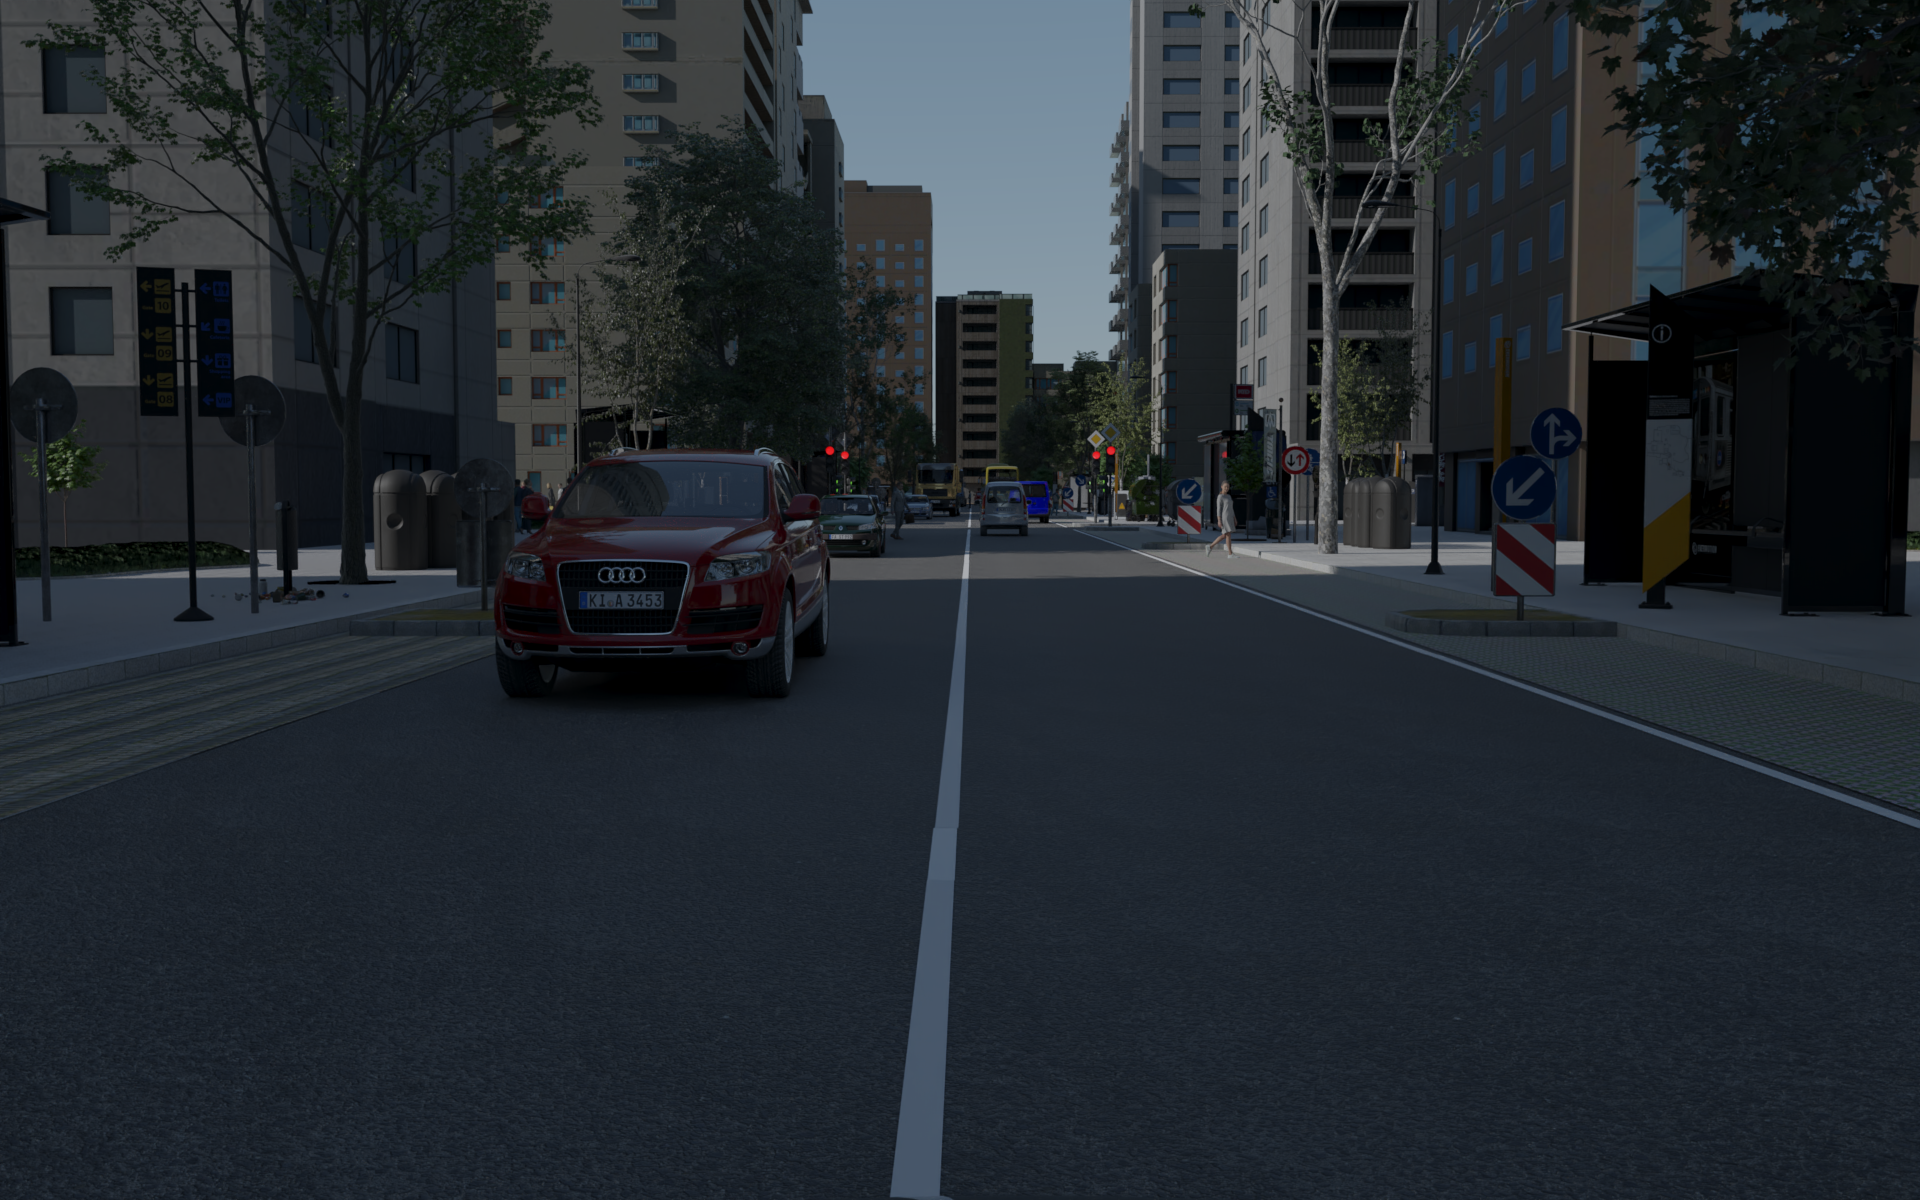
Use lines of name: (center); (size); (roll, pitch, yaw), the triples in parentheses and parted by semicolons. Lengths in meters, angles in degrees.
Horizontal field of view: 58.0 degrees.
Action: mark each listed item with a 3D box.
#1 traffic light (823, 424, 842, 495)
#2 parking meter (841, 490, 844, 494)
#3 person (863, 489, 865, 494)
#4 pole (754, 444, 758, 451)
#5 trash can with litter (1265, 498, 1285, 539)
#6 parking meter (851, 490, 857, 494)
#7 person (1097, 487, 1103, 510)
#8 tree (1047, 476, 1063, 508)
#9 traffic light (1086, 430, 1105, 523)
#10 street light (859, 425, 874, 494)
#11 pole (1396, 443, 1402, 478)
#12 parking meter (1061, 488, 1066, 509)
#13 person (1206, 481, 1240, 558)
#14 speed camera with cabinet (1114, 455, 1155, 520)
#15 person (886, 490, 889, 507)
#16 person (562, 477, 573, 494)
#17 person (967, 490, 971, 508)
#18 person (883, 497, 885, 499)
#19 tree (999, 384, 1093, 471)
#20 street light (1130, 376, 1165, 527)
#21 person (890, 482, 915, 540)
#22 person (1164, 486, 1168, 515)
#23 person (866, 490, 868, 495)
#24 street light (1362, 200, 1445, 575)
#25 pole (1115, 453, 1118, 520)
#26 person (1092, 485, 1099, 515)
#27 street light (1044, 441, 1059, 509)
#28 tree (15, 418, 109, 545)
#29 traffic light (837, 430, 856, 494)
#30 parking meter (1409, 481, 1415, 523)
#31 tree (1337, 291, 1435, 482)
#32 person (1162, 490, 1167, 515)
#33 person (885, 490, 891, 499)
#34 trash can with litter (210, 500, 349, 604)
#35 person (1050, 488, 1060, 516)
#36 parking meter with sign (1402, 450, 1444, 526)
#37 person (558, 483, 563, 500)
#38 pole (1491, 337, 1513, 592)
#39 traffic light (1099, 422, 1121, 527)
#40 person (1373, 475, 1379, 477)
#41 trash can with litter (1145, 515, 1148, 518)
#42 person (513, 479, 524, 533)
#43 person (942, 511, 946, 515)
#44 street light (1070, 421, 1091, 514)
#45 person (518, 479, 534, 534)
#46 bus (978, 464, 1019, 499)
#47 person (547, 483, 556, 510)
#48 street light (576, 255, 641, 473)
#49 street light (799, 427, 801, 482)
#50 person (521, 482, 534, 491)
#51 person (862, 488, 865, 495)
traffic light: (-5.071, -4.845, 68.134); (0.839, 4.253, 0.868); (0, 4, 0)
parking meter: (-6.523, -5.451, 97.542); (0.372, 1.533, 0.369); (0, 3, 0)
person: (-7.495, -7.864, 134.723); (0.391, 1.810, 0.635); (-2, 4, -29)
pole: (-7.922, -4.495, 67.341); (0.158, 3.312, 0.155); (0, 3, 0)
trash can with litter: (9.051, -2.323, 49.368); (0.624, 1.170, 1.055); (0, 3, 0)
parking meter: (-6.598, -6.089, 107.968); (0.372, 1.533, 0.369); (0, 3, 0)
person: (9.234, -6.617, 114.412); (0.473, 1.802, 0.592); (0, 4, 3)
tree: (9.032, -10.473, 165.840); (1.663, 3.219, 1.824); (0, 3, 0)
traffic light: (5.945, -5.330, 76.059); (0.839, 4.253, 0.868); (0, 4, 0)
street light: (-6.242, -8.826, 116.850); (1.470, 5.913, 1.316); (0, 4, 0)
pole: (17.418, -4.585, 68.809); (0.158, 3.312, 0.155); (0, 3, 0)
parking meter: (8.971, -8.809, 149.736); (0.255, 1.863, 0.399); (3, 5, 44)
person: (5.851, -1.790, 38.519); (0.760, 1.731, 0.466); (1, 4, 8)
speed camera with cabinet: (8.773, -5.674, 87.107); (2.038, 3.252, 0.660); (2, 4, 32)
person: (-7.547, -10.503, 178.484); (0.721, 1.735, 1.217); (1, 4, 20)
person: (-12.899, -3.142, 57.384); (0.622, 1.834, 0.822); (0, 4, 4)
person: (0.952, -10.049, 172.892); (0.705, 1.814, 1.350); (-1, 4, -10)
person: (-9.226, -12.351, 207.989); (1.348, 1.824, 0.705); (-1, 4, -15)
tree: (9.494, -17.325, 193.629); (12.009, 13.543, 11.850); (0, 3, 0)
street light: (7.353, -5.842, 68.051); (1.470, 5.913, 1.316); (0, 4, 0)
person: (-1.898, -2.815, 54.648); (0.853, 1.813, 0.709); (2, 4, 28)
person: (12.626, -6.131, 106.640); (0.532, 1.782, 0.716); (0, 4, -1)
person: (-8.648, -9.361, 159.193); (0.705, 1.812, 1.348); (-1, 4, -10)
street light: (7.049, -3.364, 27.549); (1.470, 5.913, 1.316); (0, 4, 0)
pole: (7.778, -5.646, 86.152); (0.158, 3.312, 0.155); (0, 3, 0)
person: (8.418, -6.187, 107.073); (0.514, 1.842, 0.818); (2, 4, 34)
street light: (7.906, -10.902, 150.790); (1.470, 5.913, 1.316); (0, 4, 0)
tree: (-18.989, -2.581, 36.793); (1.663, 3.219, 1.824); (0, 3, 0)
traffic light: (-5.016, -5.333, 76.119); (0.839, 4.253, 0.868); (0, 4, 0)
parking meter: (20.205, -4.371, 77.169); (0.399, 1.863, 0.255); (2, 4, 35)
tree: (15.538, -6.913, 63.398); (4.360, 8.622, 3.978); (0, 3, 0)
person: (12.127, -6.018, 104.534); (0.694, 1.812, 0.767); (-2, 4, -25)
person: (-8.055, -11.213, 190.054); (1.217, 1.739, 0.721); (1, 4, 9)
trash can with litter: (-8.332, -0.612, 21.061); (1.678, 1.210, 2.233); (-1, 4, -16)
person: (5.904, -5.987, 106.737); (0.623, 1.781, 0.721); (2, 4, 34)
parking meter with sign: (18.444, -4.429, 68.674); (1.738, 3.016, 0.543); (0, 4, 4)
person: (-19.389, -4.776, 84.249); (0.709, 1.813, 0.853); (3, 5, 43)
pole: (7.094, -1.764, 22.677); (0.158, 3.312, 0.155); (0, 3, 0)
traffic light: (5.890, -4.841, 68.074); (0.839, 4.253, 0.868); (0, 4, 0)
person: (11.075, -2.433, 46.178); (0.694, 1.780, 0.624); (-2, 4, -32)
trash can with litter: (9.929, -4.908, 91.626); (0.624, 1.170, 1.055); (1, 4, 14)
person: (-14.657, -3.124, 57.466); (0.721, 1.781, 0.623); (1, 4, 16)
person: (-1.123, -6.869, 120.831); (0.660, 1.820, 0.620); (-2, 4, -35)
street light: (7.672, -8.403, 109.929); (1.470, 5.913, 1.316); (0, 4, 0)
person: (-13.799, -2.975, 55.111); (0.534, 1.772, 0.576); (-1, 4, -18)
bus: (3.105, -9.021, 139.045); (2.896, 3.916, 12.252); (0, 4, -1)
person: (-18.480, -4.462, 79.220); (0.699, 1.804, 1.509); (2, 4, 28)
street light: (-6.886, -3.745, 33.777); (1.470, 5.913, 1.316); (0, 4, 0)
street light: (-6.525, -6.349, 76.348); (1.470, 5.913, 1.316); (0, 4, 0)
person: (-19.000, -4.275, 75.921); (0.580, 1.828, 0.573); (-2, 4, -26)
person: (-7.288, -7.521, 129.193); (0.466, 1.800, 0.511); (-1, 4, -9)
